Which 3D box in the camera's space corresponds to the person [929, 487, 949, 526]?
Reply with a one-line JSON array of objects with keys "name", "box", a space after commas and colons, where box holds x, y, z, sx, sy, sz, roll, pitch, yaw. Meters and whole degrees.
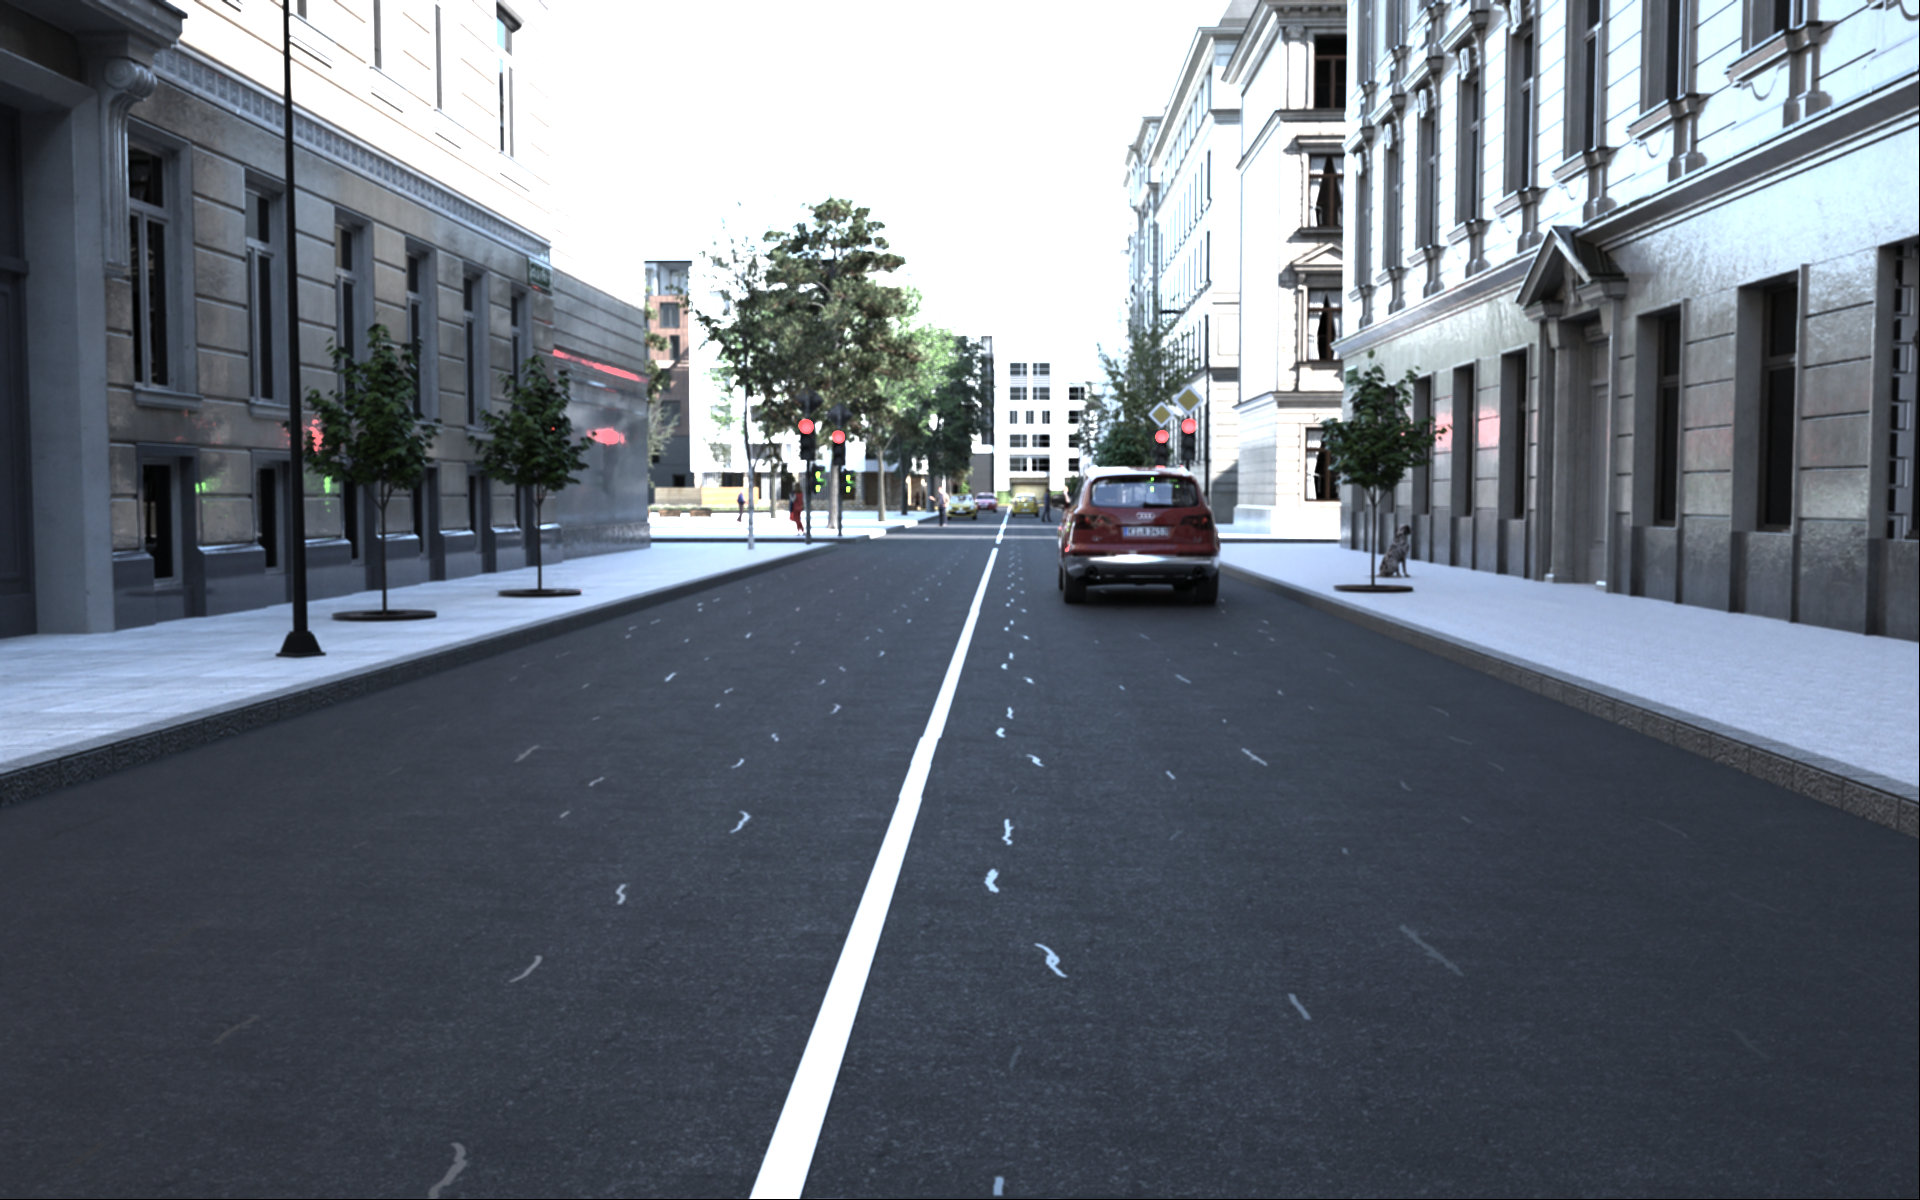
[{"name": "person", "box": [-0.922, -4.157, 77.005, 0.750, 1.759, 0.617, -3, 5, -39]}]

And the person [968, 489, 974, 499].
[{"name": "person", "box": [0.601, -6.156, 109.851, 0.576, 1.737, 0.504, -1, 4, -10]}]

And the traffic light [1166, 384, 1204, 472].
[{"name": "traffic light", "box": [5.718, -3.328, 43.654, 0.839, 4.213, 0.868, 0, 4, 2]}]

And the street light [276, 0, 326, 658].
[{"name": "street light", "box": [-4.690, -2.508, 13.542, 1.470, 5.913, 1.316, 0, 4, 2]}]

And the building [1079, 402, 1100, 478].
[{"name": "building", "box": [16.258, -13.219, 158.285, 9.099, 9.664, 28.070, 0, 4, 2]}]

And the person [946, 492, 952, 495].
[{"name": "person", "box": [-1.333, -11.331, 191.305, 1.348, 1.824, 0.705, -1, 4, -15]}]

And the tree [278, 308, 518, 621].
[{"name": "tree", "box": [-5.919, -1.430, 17.983, 1.663, 3.219, 1.824, 0, 3, 0]}]

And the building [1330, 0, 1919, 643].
[{"name": "building", "box": [16.268, -14.824, 18.790, 17.030, 29.872, 44.131, 0, 4, 2]}]

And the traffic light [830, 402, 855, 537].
[{"name": "traffic light", "box": [-3.588, -3.833, 51.919, 0.839, 4.213, 0.868, 0, 4, 2]}]

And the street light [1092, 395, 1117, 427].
[{"name": "street light", "box": [6.783, -6.636, 81.041, 1.470, 5.913, 1.316, 0, 4, 2]}]

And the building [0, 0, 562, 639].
[{"name": "building", "box": [-13.924, -14.433, 21.882, 13.634, 28.700, 20.117, 0, 4, 2]}]

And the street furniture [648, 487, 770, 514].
[{"name": "street furniture", "box": [-17.188, -6.608, 114.890, 11.010, 1.723, 9.812, 3, 4, 39]}]

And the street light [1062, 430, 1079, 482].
[{"name": "street light", "box": [8.119, -9.401, 126.255, 1.470, 5.913, 1.316, 0, 4, 2]}]

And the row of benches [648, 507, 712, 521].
[{"name": "row of benches", "box": [-13.693, -4.084, 82.244, 4.104, 0.672, 1.422, -1, 4, -10]}]

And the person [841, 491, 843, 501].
[{"name": "person", "box": [-8.395, -6.889, 119.371, 0.600, 1.739, 0.565, 1, 4, 14]}]

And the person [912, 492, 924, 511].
[{"name": "person", "box": [-3.227, -7.496, 131.857, 1.065, 1.426, 0.557, 2, 4, 28]}]

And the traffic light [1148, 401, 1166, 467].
[{"name": "traffic light", "box": [5.969, -3.816, 51.635, 0.839, 4.213, 0.868, 0, 4, 2]}]

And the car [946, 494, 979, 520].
[{"name": "car", "box": [0.087, -5.309, 97.028, 2.015, 1.641, 3.980, 0, 4, 1]}]

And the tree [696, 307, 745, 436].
[{"name": "tree", "box": [-9.398, -9.932, 88.137, 9.928, 11.665, 9.643, 0, 3, 0]}]

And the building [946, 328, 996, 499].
[{"name": "building", "box": [-11.767, -23.433, 227.105, 32.646, 21.610, 27.936, 0, 4, 2]}]

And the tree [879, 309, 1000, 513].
[{"name": "tree", "box": [-2.122, -13.062, 120.224, 9.857, 13.997, 8.962, 0, 3, 0]}]

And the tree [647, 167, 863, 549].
[{"name": "tree", "box": [-4.605, -5.474, 39.865, 4.360, 8.622, 3.978, 0, 3, 0]}]

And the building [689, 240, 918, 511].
[{"name": "building", "box": [-11.792, -16.936, 133.327, 16.016, 20.091, 11.380, 0, 4, 2]}]

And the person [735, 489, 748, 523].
[{"name": "person", "box": [-9.683, -4.187, 77.189, 0.600, 1.496, 0.574, 0, 4, 1]}]

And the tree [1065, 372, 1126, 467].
[{"name": "tree", "box": [8.219, -9.377, 103.675, 4.360, 8.622, 3.978, 0, 3, 0]}]

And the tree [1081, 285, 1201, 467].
[{"name": "tree", "box": [6.497, -6.727, 60.347, 4.737, 8.622, 4.395, 0, 3, 0]}]

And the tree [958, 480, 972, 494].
[{"name": "tree", "box": [0.397, -12.748, 203.028, 1.663, 3.219, 1.824, 0, 3, 0]}]

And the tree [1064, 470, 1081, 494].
[{"name": "tree", "box": [9.118, -8.894, 140.013, 1.663, 3.219, 1.824, 0, 3, 0]}]

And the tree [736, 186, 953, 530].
[{"name": "tree", "box": [-4.479, -8.558, 61.971, 6.751, 12.117, 7.091, 0, 3, 0]}]

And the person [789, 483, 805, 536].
[{"name": "person", "box": [-5.014, -2.791, 53.378, 0.593, 1.614, 0.444, -2, 4, -30]}]

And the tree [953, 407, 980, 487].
[{"name": "tree", "box": [-1.235, -16.226, 187.349, 6.751, 12.117, 7.091, 0, 3, 0]}]

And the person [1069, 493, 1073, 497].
[{"name": "person", "box": [10.897, -9.685, 164.407, 1.348, 1.821, 0.705, 1, 4, 20]}]

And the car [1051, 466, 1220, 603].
[{"name": "car", "box": [2.421, -0.954, 24.274, 2.281, 1.827, 5.304, 0, 4, 2]}]

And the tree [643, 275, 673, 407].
[{"name": "tree", "box": [-14.046, -8.701, 64.318, 6.751, 12.117, 7.091, 0, 3, 0]}]

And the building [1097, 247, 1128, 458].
[{"name": "building", "box": [19.043, -17.233, 138.180, 16.016, 20.091, 11.380, 0, 4, 2]}]

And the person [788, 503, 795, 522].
[{"name": "person", "box": [-7.541, -4.298, 78.783, 0.387, 1.526, 0.523, 3, 5, 41]}]

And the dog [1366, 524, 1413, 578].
[{"name": "dog", "box": [6.608, -0.759, 26.795, 0.800, 0.831, 0.513, 1, 4, 9]}]

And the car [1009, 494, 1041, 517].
[{"name": "car", "box": [4.115, -6.052, 109.175, 2.015, 1.641, 3.980, 0, 4, 2]}]

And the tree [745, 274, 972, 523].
[{"name": "tree", "box": [-3.683, -9.314, 78.046, 9.928, 11.665, 9.643, 0, 3, 0]}]

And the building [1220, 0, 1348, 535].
[{"name": "building", "box": [18.890, -11.801, 57.572, 19.286, 19.102, 10.561, 0, 4, 2]}]

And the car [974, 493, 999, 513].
[{"name": "car", "box": [1.972, -7.625, 133.702, 2.155, 1.783, 4.494, 0, 4, 4]}]

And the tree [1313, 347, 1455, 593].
[{"name": "tree", "box": [5.441, -1.740, 23.056, 1.663, 3.219, 1.824, 0, 3, 0]}]

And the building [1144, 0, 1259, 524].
[{"name": "building", "box": [18.397, -15.533, 87.243, 16.112, 22.955, 30.059, 0, 4, 2]}]

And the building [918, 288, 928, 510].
[{"name": "building", "box": [-10.620, -17.647, 144.951, 16.016, 20.091, 11.380, 0, 4, 2]}]

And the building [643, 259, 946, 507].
[{"name": "building", "box": [-16.176, -19.761, 167.062, 27.936, 21.610, 32.646, 0, 4, 2]}]

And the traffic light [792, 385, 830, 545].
[{"name": "traffic light", "box": [-3.839, -3.345, 43.937, 0.839, 4.213, 0.868, 0, 4, 2]}]

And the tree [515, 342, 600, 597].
[{"name": "tree", "box": [-5.263, -1.678, 22.039, 1.663, 3.219, 1.824, 0, 3, 0]}]

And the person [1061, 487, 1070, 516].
[{"name": "person", "box": [4.743, -4.178, 77.368, 0.434, 1.755, 0.990, 0, 4, 0]}]

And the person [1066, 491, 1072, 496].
[{"name": "person", "box": [10.198, -9.833, 166.444, 1.348, 1.869, 0.705, 1, 4, 11]}]

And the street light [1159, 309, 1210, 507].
[{"name": "street light", "box": [5.692, -4.349, 43.641, 1.470, 5.913, 1.316, 0, 4, 2]}]

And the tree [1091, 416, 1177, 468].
[{"name": "tree", "box": [7.000, -5.261, 69.738, 4.285, 4.588, 4.351, 0, 3, 0]}]

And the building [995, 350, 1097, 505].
[{"name": "building", "box": [20.322, -21.640, 220.275, 31.486, 18.905, 16.747, 0, 4, 2]}]

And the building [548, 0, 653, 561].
[{"name": "building", "box": [-16.466, -11.457, 36.477, 18.267, 20.994, 9.793, 0, 4, 2]}]

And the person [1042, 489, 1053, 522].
[{"name": "person", "box": [4.526, -4.911, 89.707, 0.530, 1.710, 0.541, -1, 4, -9]}]

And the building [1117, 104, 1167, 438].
[{"name": "building", "box": [17.852, -19.968, 113.859, 14.401, 28.519, 23.554, 0, 4, 2]}]
